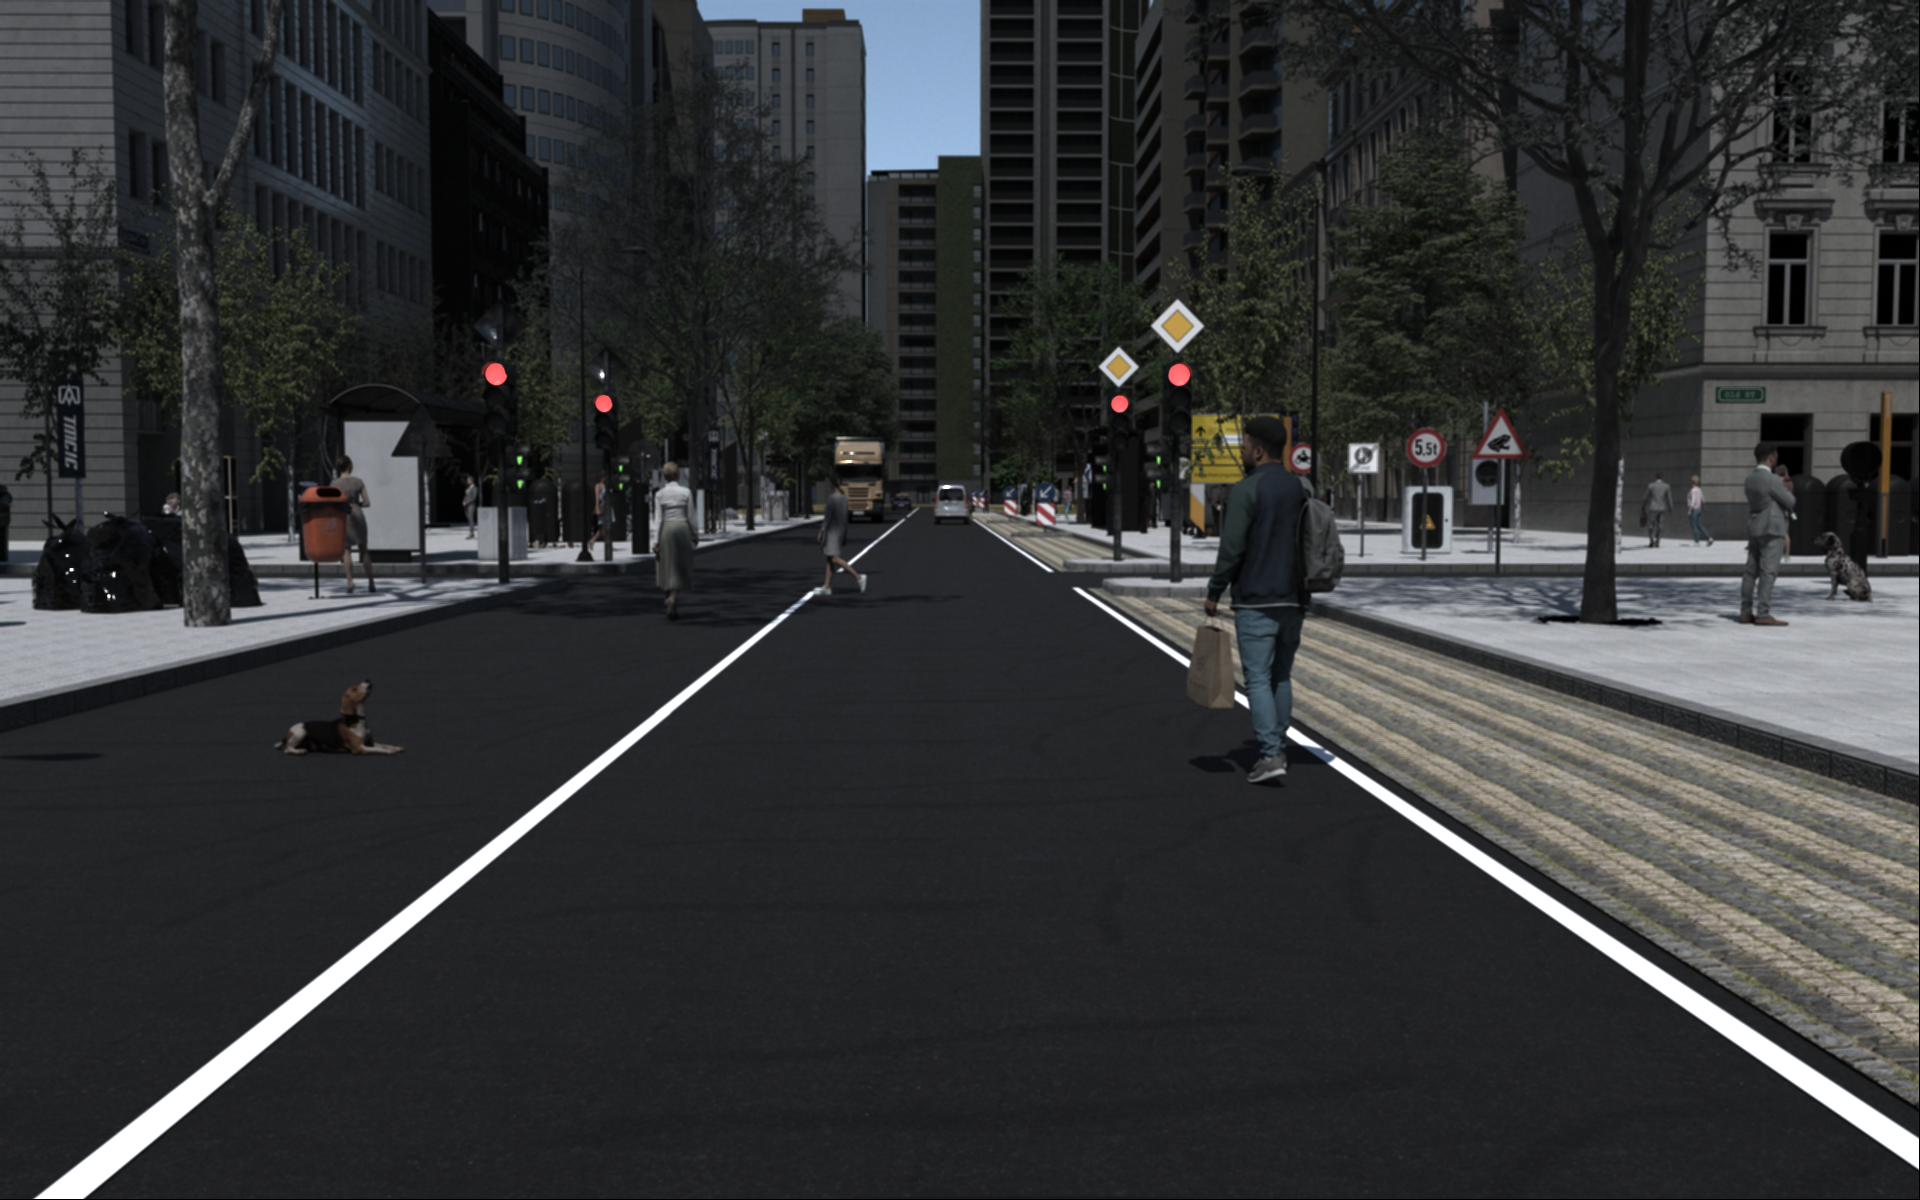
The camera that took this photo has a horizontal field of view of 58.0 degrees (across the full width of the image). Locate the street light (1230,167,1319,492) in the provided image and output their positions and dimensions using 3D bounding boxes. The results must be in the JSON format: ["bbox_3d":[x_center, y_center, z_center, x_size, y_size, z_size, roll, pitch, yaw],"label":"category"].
[{"bbox_3d":[4.534,-3.193,24.749,1.470,5.913,1.316,0,4,-1],"label":"street light"}]

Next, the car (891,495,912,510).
[{"bbox_3d":[-5.253,-8.771,155.983,1.945,1.354,3.894,0,4,-1],"label":"car"}]

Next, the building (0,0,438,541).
[{"bbox_3d":[-28.312,-17.335,60.917,11.434,29.767,29.804,0,4,-1],"label":"building"}]

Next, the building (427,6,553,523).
[{"bbox_3d":[-27.897,-15.578,84.383,12.332,23.373,15.834,0,4,-1],"label":"building"}]

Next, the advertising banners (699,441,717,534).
[{"bbox_3d":[-8.162,-3.651,55.889,0.090,3.025,2.074,0,4,7],"label":"advertising banners"}]

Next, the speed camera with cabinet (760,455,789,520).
[{"bbox_3d":[-9.278,-5.646,86.652,0.660,3.252,2.038,-2,4,-34],"label":"speed camera with cabinet"}]

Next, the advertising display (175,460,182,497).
[{"bbox_3d":[-14.748,-1.717,33.280,0.123,1.923,0.974,0,4,4],"label":"advertising display"}]

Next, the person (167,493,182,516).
[{"bbox_3d":[-11.004,-0.862,24.409,0.425,1.301,0.394,0,4,4],"label":"person"}]

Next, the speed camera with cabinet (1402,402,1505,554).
[{"bbox_3d":[10.561,-2.615,37.086,2.038,3.252,0.660,0,4,7],"label":"speed camera with cabinet"}]

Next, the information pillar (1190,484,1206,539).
[{"bbox_3d":[6.837,-3.573,49.766,0.504,3.616,0.183,-2,4,-32],"label":"information pillar"}]

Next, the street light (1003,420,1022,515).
[{"bbox_3d":[3.345,-8.294,108.153,1.470,5.913,1.316,0,4,-1],"label":"street light"}]

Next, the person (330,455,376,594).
[{"bbox_3d":[-7.835,-0.974,22.307,0.599,1.781,0.374,-2,4,-31],"label":"person"}]

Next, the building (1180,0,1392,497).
[{"bbox_3d":[28.938,-29.291,133.533,22.147,44.769,28.867,0,4,-1],"label":"building"}]

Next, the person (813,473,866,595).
[{"bbox_3d":[-1.715,-0.939,24.609,0.760,1.731,0.466,0,4,-4],"label":"person"}]

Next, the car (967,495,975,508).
[{"bbox_3d":[0.731,-10.203,179.397,1.945,1.354,3.894,0,4,1],"label":"car"}]

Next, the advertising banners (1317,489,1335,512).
[{"bbox_3d":[8.199,-2.806,42.064,0.090,3.025,2.074,-3,5,-44],"label":"advertising banners"}]

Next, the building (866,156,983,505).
[{"bbox_3d":[-4.345,-32.322,212.057,14.086,41.232,14.154,0,4,-1],"label":"building"}]

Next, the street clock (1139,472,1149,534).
[{"bbox_3d":[5.982,-3.164,56.307,0.358,2.002,0.471,1,4,19],"label":"street clock"}]

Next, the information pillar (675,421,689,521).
[{"bbox_3d":[-8.700,-3.858,54.436,0.504,3.616,0.183,-2,4,-33],"label":"information pillar"}]

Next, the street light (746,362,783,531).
[{"bbox_3d":[-6.846,-5.406,60.925,1.470,5.913,1.316,0,4,-1],"label":"street light"}]

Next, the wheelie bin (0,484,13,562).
[{"bbox_3d":[-18.369,-1.520,32.752,0.693,1.594,0.980,0,4,2],"label":"wheelie bin"}]

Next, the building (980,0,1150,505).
[{"bbox_3d":[12.952,-47.501,214.889,20.611,71.187,20.563,0,4,-1],"label":"building"}]

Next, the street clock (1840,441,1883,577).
[{"bbox_3d":[12.429,-1.184,23.929,0.471,2.002,0.358,0,4,5],"label":"street clock"}]

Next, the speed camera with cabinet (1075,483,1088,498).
[{"bbox_3d":[7.441,-6.255,96.608,2.038,3.252,0.660,0,4,-6],"label":"speed camera with cabinet"}]

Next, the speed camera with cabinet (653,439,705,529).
[{"bbox_3d":[-10.080,-4.175,62.592,2.038,3.252,0.660,-3,5,-39],"label":"speed camera with cabinet"}]

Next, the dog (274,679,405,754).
[{"bbox_3d":[-3.484,0.644,9.671,0.550,0.427,0.748,-3,5,-40],"label":"dog"}]

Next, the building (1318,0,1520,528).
[{"bbox_3d":[24.632,-17.125,77.260,12.463,27.353,25.104,0,4,-1],"label":"building"}]

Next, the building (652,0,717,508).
[{"bbox_3d":[-34.177,-32.689,158.160,21.600,48.544,21.300,0,4,-1],"label":"building"}]

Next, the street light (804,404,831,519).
[{"bbox_3d":[-7.330,-7.124,89.019,1.470,5.913,1.316,0,4,-1],"label":"street light"}]

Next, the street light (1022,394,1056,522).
[{"bbox_3d":[3.772,-6.614,80.673,1.470,5.913,1.316,0,4,-1],"label":"street light"}]

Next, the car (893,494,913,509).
[{"bbox_3d":[-5.417,-9.307,162.385,2.015,1.641,3.980,0,4,-1],"label":"car"}]

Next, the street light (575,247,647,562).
[{"bbox_3d":[-6.584,-3.682,32.736,1.470,5.913,1.316,0,4,-1],"label":"street light"}]

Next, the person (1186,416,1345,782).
[{"bbox_3d":[1.500,-0.013,8.700,0.794,1.824,0.713,0,4,-8],"label":"person"}]

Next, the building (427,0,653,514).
[{"bbox_3d":[-34.218,-35.416,121.044,21.231,58.520,28.212,0,4,-1],"label":"building"}]

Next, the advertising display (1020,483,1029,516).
[{"bbox_3d":[3.762,-5.829,100.510,0.123,1.923,0.974,-1,4,-23],"label":"advertising display"}]

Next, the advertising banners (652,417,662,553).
[{"bbox_3d":[-6.765,-2.602,38.727,0.090,3.025,2.074,0,4,-5],"label":"advertising banners"}]

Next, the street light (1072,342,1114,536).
[{"bbox_3d":[4.124,-4.927,53.101,1.470,5.913,1.316,0,4,-1],"label":"street light"}]

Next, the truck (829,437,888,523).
[{"bbox_3d":[-5.048,-6.049,87.811,2.839,4.237,11.283,0,4,-2],"label":"truck"}]

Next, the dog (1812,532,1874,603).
[{"bbox_3d":[10.682,-0.388,20.728,0.513,0.831,0.800,-1,4,-15],"label":"dog"}]

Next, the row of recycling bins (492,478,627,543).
[{"bbox_3d":[-10.605,-2.380,46.023,3.534,1.692,1.069,-2,4,-28],"label":"row of recycling bins"}]

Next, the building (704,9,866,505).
[{"bbox_3d":[-25.780,-41.134,214.538,28.212,58.520,21.231,0,4,-1],"label":"building"}]

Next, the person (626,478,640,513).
[{"bbox_3d":[-10.666,-3.131,57.222,0.794,1.824,0.713,-2,4,-33],"label":"person"}]

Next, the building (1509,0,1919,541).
[{"bbox_3d":[41.597,-17.025,54.768,44.131,29.872,17.030,0,4,-1],"label":"building"}]

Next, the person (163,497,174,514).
[{"bbox_3d":[-20.910,-2.129,45.871,0.505,1.210,0.382,-3,5,-44],"label":"person"}]

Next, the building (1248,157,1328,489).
[{"bbox_3d":[23.020,-15.312,99.494,9.793,20.994,18.267,0,4,-1],"label":"building"}]

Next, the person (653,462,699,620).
[{"bbox_3d":[-3.261,-0.671,19.701,0.478,1.798,0.641,1,4,11],"label":"person"}]

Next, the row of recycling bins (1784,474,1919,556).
[{"bbox_3d":[18.911,-1.775,36.142,3.534,1.692,1.069,0,4,-3],"label":"row of recycling bins"}]

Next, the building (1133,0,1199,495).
[{"bbox_3d":[27.757,-32.724,158.739,21.300,48.544,21.600,0,4,-1],"label":"building"}]

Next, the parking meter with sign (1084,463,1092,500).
[{"bbox_3d":[7.906,-6.298,99.232,1.738,3.016,0.543,-3,5,-42],"label":"parking meter with sign"}]

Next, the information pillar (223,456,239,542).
[{"bbox_3d":[-14.263,-1.787,33.702,0.304,2.012,0.304,0,4,1],"label":"information pillar"}]

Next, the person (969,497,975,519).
[{"bbox_3d":[0.680,-5.255,99.082,0.373,1.253,0.362,2,4,34],"label":"person"}]
